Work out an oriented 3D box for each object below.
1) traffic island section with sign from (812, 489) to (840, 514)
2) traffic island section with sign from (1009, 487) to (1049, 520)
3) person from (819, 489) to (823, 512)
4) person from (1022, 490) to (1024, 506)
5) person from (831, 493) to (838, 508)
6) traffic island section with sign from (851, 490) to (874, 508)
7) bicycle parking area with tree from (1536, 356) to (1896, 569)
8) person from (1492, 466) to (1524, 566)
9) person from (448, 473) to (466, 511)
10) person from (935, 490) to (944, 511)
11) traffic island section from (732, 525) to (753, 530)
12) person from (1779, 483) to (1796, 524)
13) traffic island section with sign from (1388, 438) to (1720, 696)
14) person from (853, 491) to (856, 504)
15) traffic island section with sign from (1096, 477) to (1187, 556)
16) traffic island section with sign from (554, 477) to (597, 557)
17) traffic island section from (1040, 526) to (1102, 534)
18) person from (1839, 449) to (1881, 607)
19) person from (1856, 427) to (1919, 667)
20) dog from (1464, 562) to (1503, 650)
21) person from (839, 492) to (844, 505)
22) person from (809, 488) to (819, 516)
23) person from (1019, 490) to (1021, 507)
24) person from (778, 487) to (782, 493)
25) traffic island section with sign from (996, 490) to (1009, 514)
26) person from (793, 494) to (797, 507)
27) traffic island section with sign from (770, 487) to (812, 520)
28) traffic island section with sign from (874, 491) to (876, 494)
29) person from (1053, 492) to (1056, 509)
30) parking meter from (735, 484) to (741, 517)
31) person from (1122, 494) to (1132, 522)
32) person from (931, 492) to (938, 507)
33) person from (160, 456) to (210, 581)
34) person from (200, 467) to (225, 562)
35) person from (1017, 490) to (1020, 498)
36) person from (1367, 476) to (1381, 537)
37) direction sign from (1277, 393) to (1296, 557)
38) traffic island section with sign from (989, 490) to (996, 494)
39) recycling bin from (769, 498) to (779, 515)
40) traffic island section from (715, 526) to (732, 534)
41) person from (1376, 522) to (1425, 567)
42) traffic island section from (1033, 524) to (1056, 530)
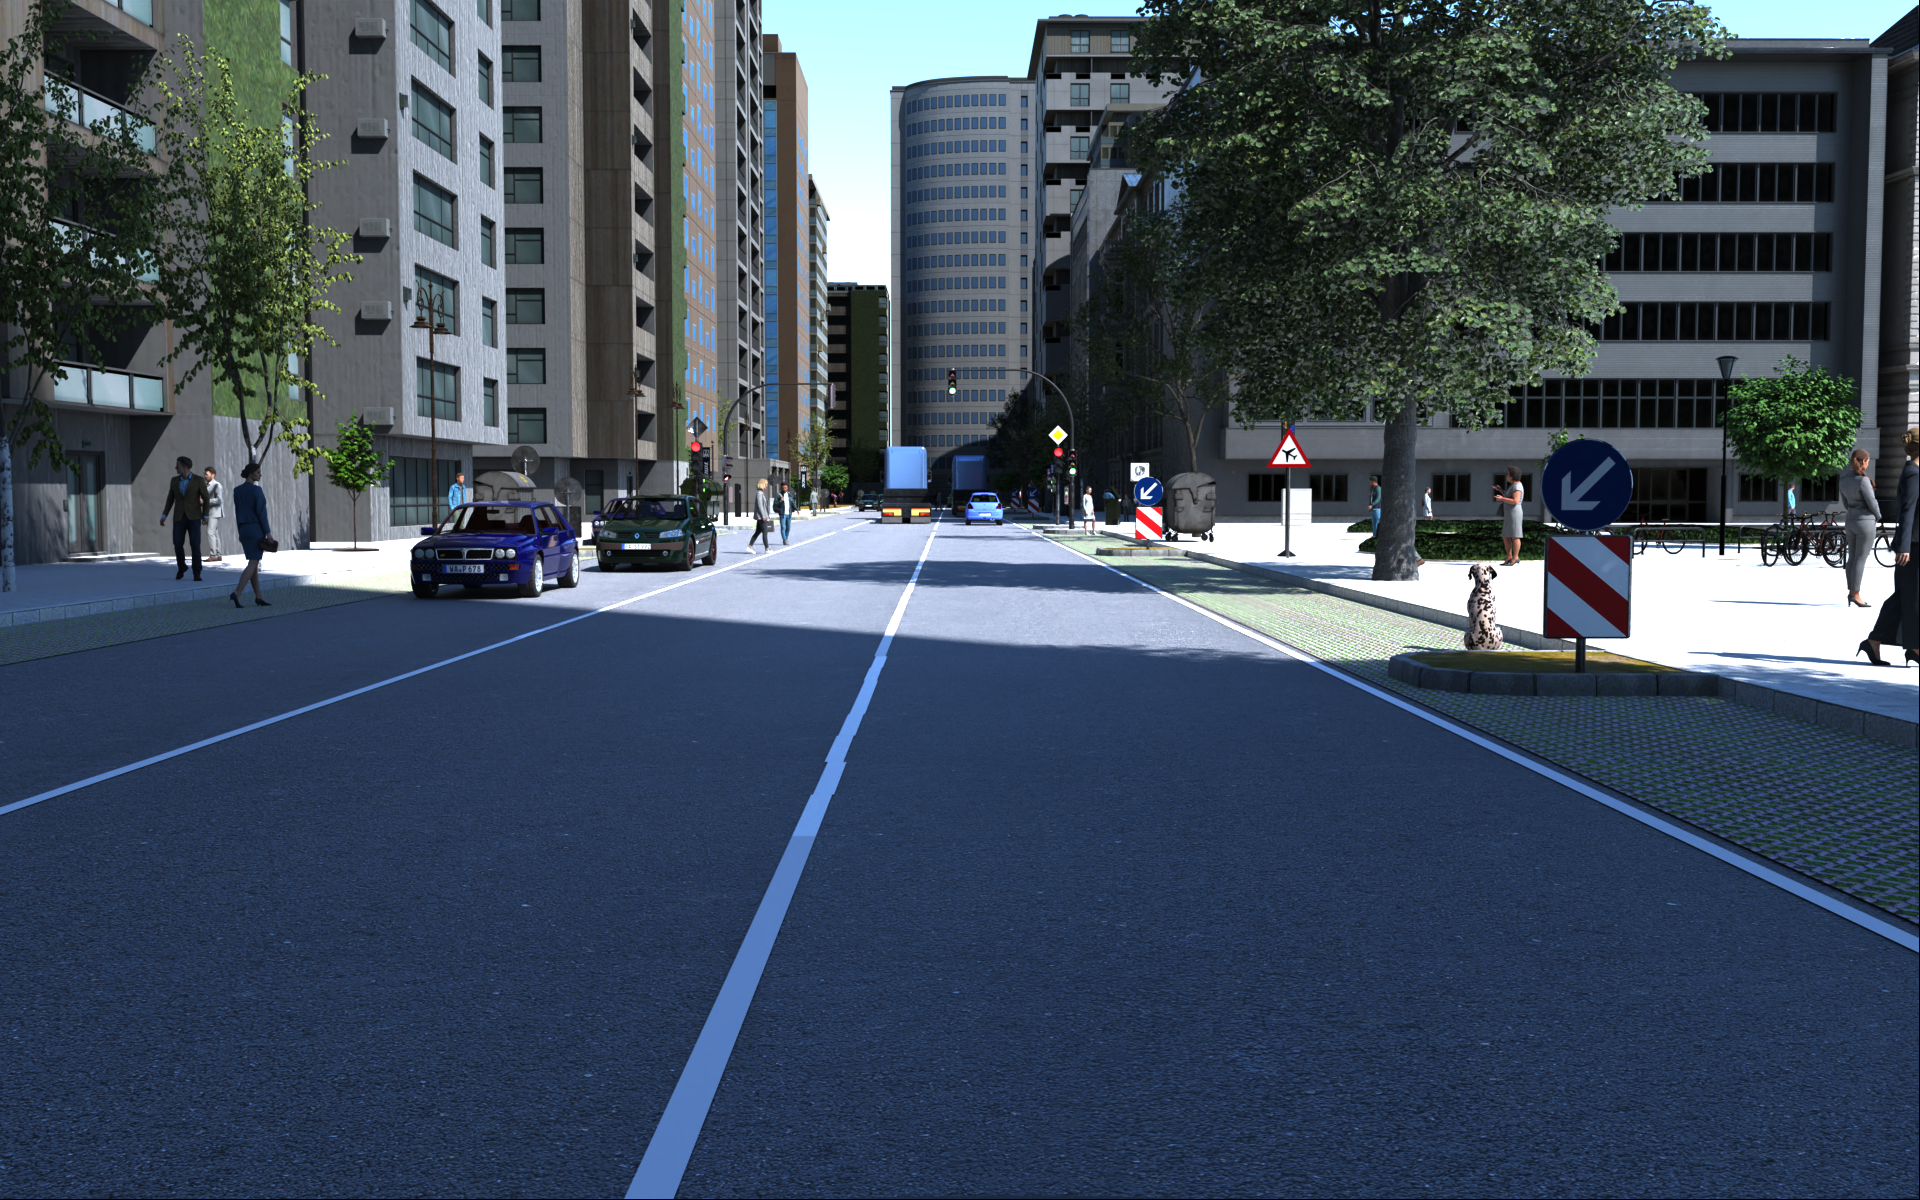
[{"bbox_3d":[-9.582,-7.019,123.381,1.989,1.847,2.006,0,4,0],"label":"traffic island section with sign"},{"bbox_3d":[3.902,-5.328,95.733,1.989,1.847,2.006,0,4,0],"label":"traffic island section with sign"},{"bbox_3d":[-10.478,-7.500,131.311,0.526,1.800,0.537,-1,4,-19],"label":"person"},{"bbox_3d":[6.907,-11.455,193.855,0.721,1.766,1.217,1,4,20],"label":"person"},{"bbox_3d":[-11.850,-9.428,163.424,0.697,1.427,0.421,-2,4,-32],"label":"person"},{"bbox_3d":[-9.845,-10.057,173.055,1.989,1.847,2.006,0,4,0],"label":"traffic island section with sign"},{"bbox_3d":[16.643,-2.854,33.664,9.016,4.147,8.231,0,4,-6],"label":"bicycle parking area with tree"},{"bbox_3d":[9.767,-1.501,30.940,0.532,1.782,0.716,1,4,9],"label":"person"},{"bbox_3d":[-11.962,-2.131,41.229,0.444,1.785,0.601,2,4,35],"label":"person"},{"bbox_3d":[-1.724,-8.316,144.735,0.850,1.792,0.678,1,4,12],"label":"person"},{"bbox_3d":[-9.609,-2.979,70.993,2.009,0.180,2.903,0,4,0],"label":"traffic island section"},{"bbox_3d":[31.296,-3.490,65.424,0.638,1.841,0.748,-3,5,-44],"label":"person"},{"bbox_3d":[4.360,-0.276,13.135,1.989,1.847,2.006,0,4,0],"label":"traffic island section with sign"},{"bbox_3d":[-13.758,-13.327,226.422,0.705,1.821,1.348,-1,4,-21],"label":"person"},{"bbox_3d":[4.210,-1.946,40.451,1.989,1.847,2.006,0,4,0],"label":"traffic island section with sign"},{"bbox_3d":[-9.109,-1.919,40.008,1.989,1.847,2.006,0,4,0],"label":"traffic island section with sign"},{"bbox_3d":[4.077,-2.495,63.079,2.009,0.180,2.903,0,4,0],"label":"traffic island section"},{"bbox_3d":[10.283,-0.817,19.680,0.573,1.790,0.520,-1,4,-23],"label":"person"},{"bbox_3d":[7.017,-0.389,12.827,0.534,1.772,0.576,0,4,5],"label":"person"},{"bbox_3d":[4.533,0.092,15.331,0.800,0.831,0.513,-3,4,-36],"label":"dog"},{"bbox_3d":[-13.403,-11.497,195.481,0.415,1.643,0.593,3,5,40],"label":"person"},{"bbox_3d":[-9.329,-6.234,110.530,0.391,1.810,0.635,2,4,35],"label":"person"},{"bbox_3d":[5.836,-9.715,165.816,0.436,1.711,0.756,0,4,4],"label":"person"},{"bbox_3d":[-8.647,-4.633,84.269,0.581,1.822,0.654,0,4,-3],"label":"person"},{"bbox_3d":[3.758,-6.976,122.687,1.989,1.847,2.006,0,4,0],"label":"traffic island section with sign"},{"bbox_3d":[-15.442,-9.622,163.228,0.709,1.838,0.599,1,4,18],"label":"person"},{"bbox_3d":[-9.415,-5.336,95.866,1.989,1.847,2.006,0,4,0],"label":"traffic island section with sign"},{"bbox_3d":[-9.999,-11.705,200.010,1.989,1.847,2.006,0,4,0],"label":"traffic island section with sign"},{"bbox_3d":[8.389,-8.853,150.750,0.705,1.831,1.348,-3,4,-37],"label":"person"},{"bbox_3d":[-12.349,-5.545,96.364,0.255,1.863,0.399,1,4,14],"label":"parking meter"},{"bbox_3d":[7.813,-4.324,81.010,0.475,1.303,0.640,1,4,10],"label":"person"},{"bbox_3d":[-2.668,-10.926,187.967,0.721,1.723,1.217,-3,5,-41],"label":"person"},{"bbox_3d":[-11.524,-1.211,25.755,0.656,1.842,0.836,-2,4,-35],"label":"person"},{"bbox_3d":[-14.310,-1.633,32.941,0.606,1.804,0.583,3,4,39],"label":"person"},{"bbox_3d":[6.131,-10.829,183.813,0.721,1.743,1.217,1,4,16],"label":"person"},{"bbox_3d":[11.585,-2.558,48.213,0.721,1.781,0.623,-1,4,-12],"label":"person"},{"bbox_3d":[6.723,-2.663,35.542,0.379,3.537,0.876,2,4,27],"label":"direction sign"},{"bbox_3d":[3.471,-10.042,172.817,1.989,1.847,2.006,0,4,0],"label":"traffic island section with sign"},{"bbox_3d":[-11.523,-5.870,108.532,0.722,1.027,0.722,0,4,6],"label":"recycling bin"},{"bbox_3d":[-9.564,-2.491,63.008,2.009,0.180,2.903,0,4,0],"label":"traffic island section"},{"bbox_3d":[7.559,-1.445,29.789,0.853,1.813,0.709,0,4,4],"label":"person"},{"bbox_3d":[4.033,-2.984,71.064,2.009,0.180,2.903,0,4,0],"label":"traffic island section"}]
